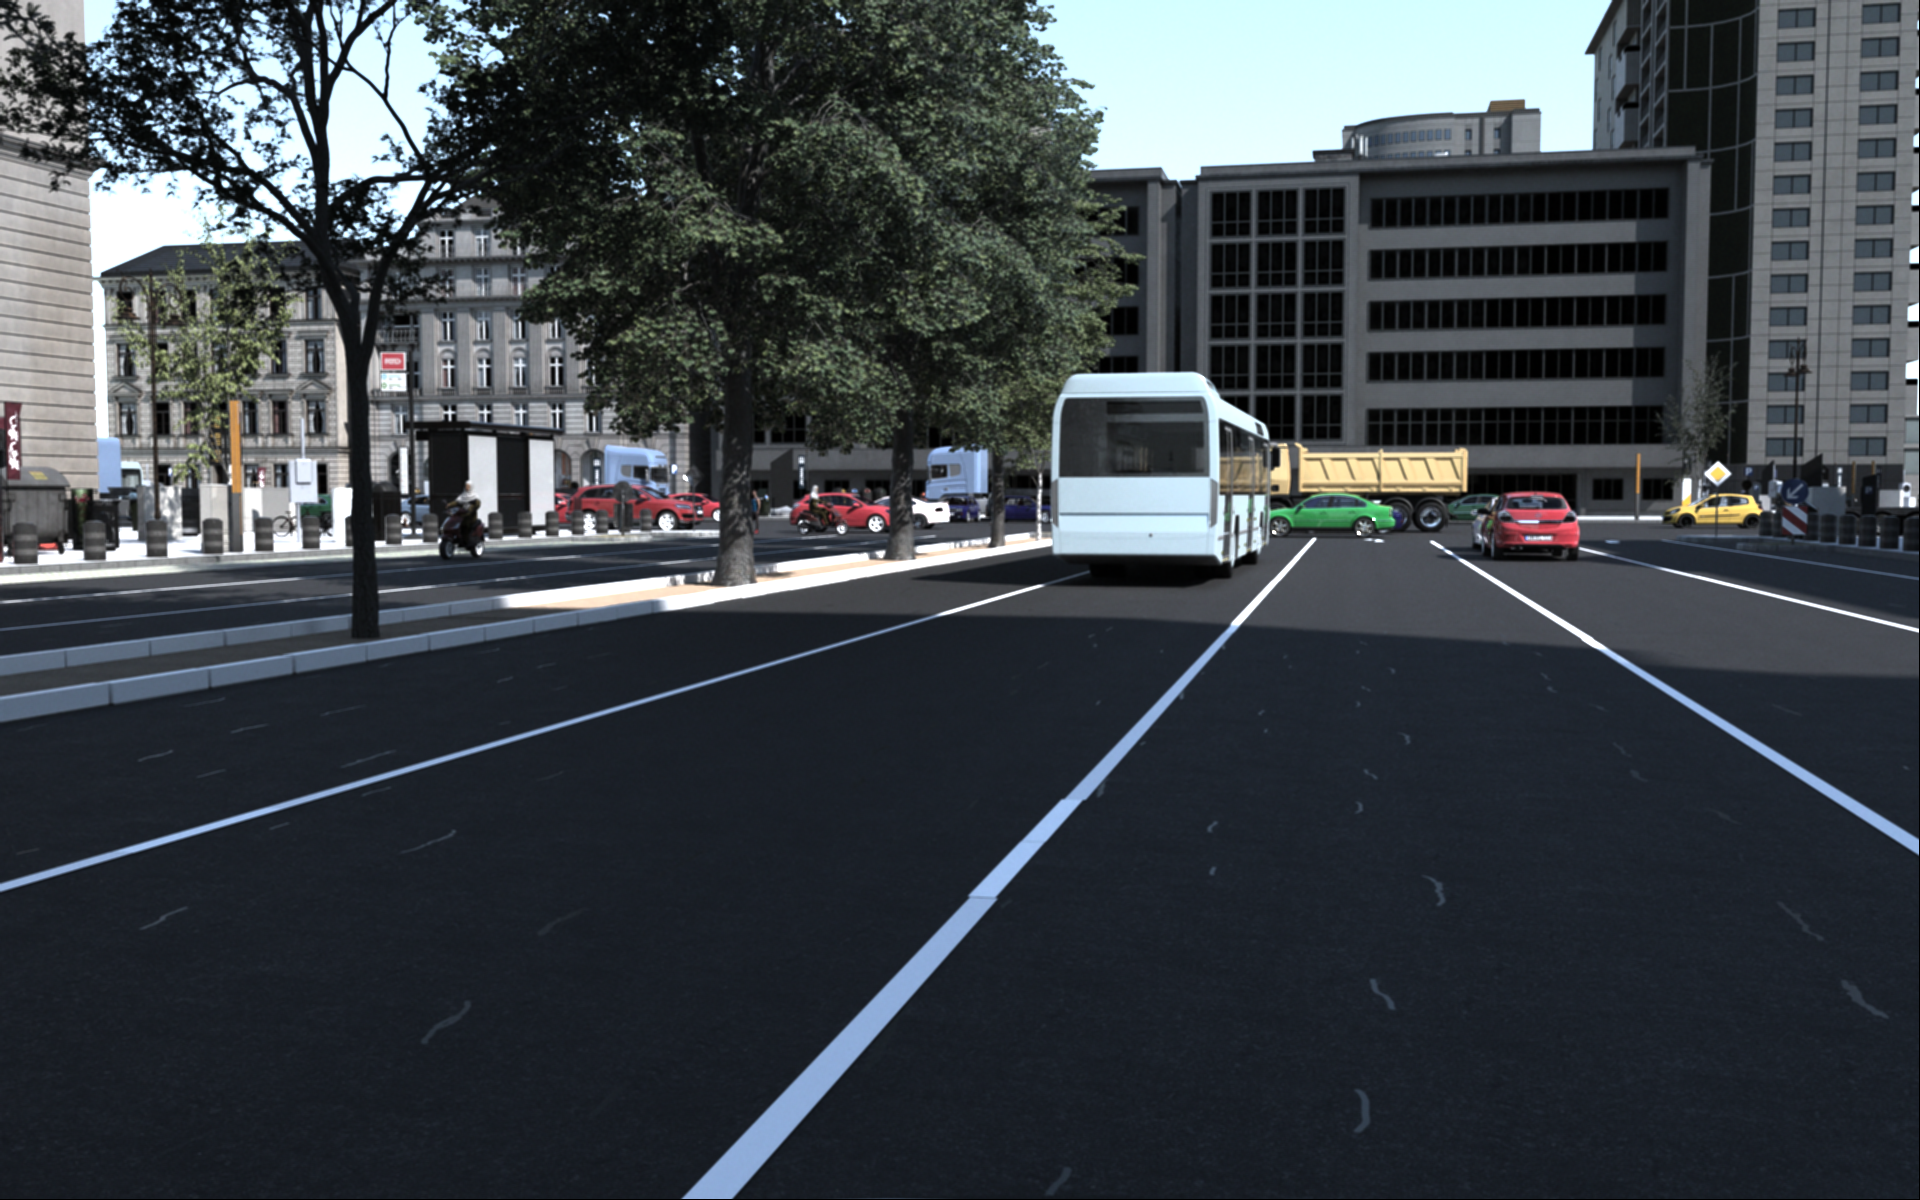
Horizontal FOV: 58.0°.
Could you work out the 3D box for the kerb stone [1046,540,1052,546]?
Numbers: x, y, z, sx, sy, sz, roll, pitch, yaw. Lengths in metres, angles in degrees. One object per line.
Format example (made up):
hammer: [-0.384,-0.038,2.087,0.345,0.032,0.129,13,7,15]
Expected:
kerb stone: [2.322,-1.546,47.466,0.120,0.150,1.000,1,4,13]

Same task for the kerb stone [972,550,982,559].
kerb stone: [0.272,-0.993,38.425,0.120,0.150,1.000,1,4,13]

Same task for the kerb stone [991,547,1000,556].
kerb stone: [0.724,-1.112,40.431,0.120,0.150,1.000,1,4,13]

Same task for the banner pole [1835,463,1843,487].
banner pole: [70.568,-9.127,139.243,0.863,3.779,0.401,-1,4,-11]

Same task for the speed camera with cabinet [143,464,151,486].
speed camera with cabinet: [-53.686,-7.299,113.680,0.660,3.252,2.038,-3,4,-38]

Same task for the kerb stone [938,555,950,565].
kerb stone: [-0.422,-0.808,35.405,0.120,0.150,1.000,1,4,13]

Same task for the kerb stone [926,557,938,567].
kerb stone: [-0.656,-0.742,34.398,0.120,0.150,1.000,1,4,13]

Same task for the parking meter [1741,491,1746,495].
parking meter: [60.869,-7.719,134.608,0.372,1.533,0.369,0,3,0]

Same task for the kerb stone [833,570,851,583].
kerb stone: [-2.027,-0.374,28.370,0.120,0.150,1.000,1,4,13]

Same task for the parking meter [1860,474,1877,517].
parking meter: [26.720,-2.767,50.947,0.399,1.863,0.255,3,4,36]

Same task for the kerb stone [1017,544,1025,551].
kerb stone: [1.409,-1.296,43.445,0.120,0.150,1.000,1,4,13]

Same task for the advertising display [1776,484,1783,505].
advertising display: [54.471,-6.684,114.503,0.123,1.923,0.974,-3,4,-36]

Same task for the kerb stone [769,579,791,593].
kerb stone: [-2.724,-0.191,25.357,0.120,0.150,1.000,1,4,13]

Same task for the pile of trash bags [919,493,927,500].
pile of trash bags: [-2.579,-5.508,99.804,1.912,1.369,3.447,-2,4,-24]

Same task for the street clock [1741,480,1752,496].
street clock: [40.735,-5.208,89.719,0.471,2.002,0.358,1,4,10]

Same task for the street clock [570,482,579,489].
street clock: [-22.910,-6.022,103.022,0.471,2.002,0.358,1,4,22]

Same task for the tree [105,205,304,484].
tree: [-18.220,-5.637,42.522,4.737,8.622,4.395,0,3,0]

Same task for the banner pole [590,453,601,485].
banner pole: [-22.137,-7.030,104.949,0.863,3.779,0.401,-2,4,-29]

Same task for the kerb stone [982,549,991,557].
kerb stone: [0.490,-1.054,39.430,0.120,0.150,1.000,1,4,13]

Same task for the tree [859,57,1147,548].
tree: [0.976,-7.644,45.567,7.486,12.596,7.792,0,3,0]

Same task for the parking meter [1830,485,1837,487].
parking meter: [53.876,-6.186,106.853,0.399,1.863,0.255,-2,4,-25]

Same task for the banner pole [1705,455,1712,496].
banner pole: [47.936,-7.399,110.993,0.401,3.779,0.863,0,4,-7]

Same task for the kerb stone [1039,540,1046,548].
kerb stone: [2.101,-1.484,46.459,0.120,0.150,1.000,1,4,13]

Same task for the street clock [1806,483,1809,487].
street clock: [54.856,-6.604,112.542,0.358,2.002,0.471,-2,4,-29]

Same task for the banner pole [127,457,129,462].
banner pole: [-56.649,-7.853,118.407,0.863,3.779,0.401,2,4,26]

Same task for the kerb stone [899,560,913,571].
kerb stone: [-1.110,-0.622,32.390,0.120,0.150,1.000,1,4,13]

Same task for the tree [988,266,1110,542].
tree: [2.375,-6.038,51.534,4.360,8.622,3.978,0,3,0]

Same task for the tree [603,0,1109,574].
tree: [-1.286,-7.826,37.060,9.857,13.997,8.962,0,3,0]

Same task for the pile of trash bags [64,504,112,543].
pile of trash bags: [-23.985,-2.169,45.210,3.447,1.369,1.912,-2,4,-24]

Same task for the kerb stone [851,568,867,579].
kerb stone: [-1.810,-0.439,29.376,0.120,0.150,1.000,1,4,13]

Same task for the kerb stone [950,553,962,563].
kerb stone: [-0.190,-0.870,36.413,0.120,0.150,1.000,1,4,13]

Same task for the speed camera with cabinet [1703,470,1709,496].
speed camera with cabinet: [61.118,-9.152,143.965,2.038,3.252,0.660,1,4,22]

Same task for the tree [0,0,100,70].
tree: [-7.492,-5.782,7.365,12.009,13.543,11.850,0,3,0]

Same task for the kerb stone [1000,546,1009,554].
kerb stone: [0.955,-1.177,41.439,0.120,0.150,1.000,1,4,13]

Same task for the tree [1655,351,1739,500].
tree: [38.354,-8.536,89.923,4.360,8.622,3.978,0,3,0]

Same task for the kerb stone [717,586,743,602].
kerb stone: [-3.188,-0.071,23.348,0.120,0.150,1.000,1,4,13]

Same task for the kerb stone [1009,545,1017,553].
kerb stone: [1.187,-1.237,42.441,0.120,0.150,1.000,1,4,13]

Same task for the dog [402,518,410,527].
dog: [-24.343,-3.379,75.435,0.748,0.427,0.550,-1,4,-18]

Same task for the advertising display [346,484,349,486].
advertising display: [-37.827,-6.266,107.668,0.974,1.923,0.123,2,4,34]

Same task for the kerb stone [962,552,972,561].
kerb stone: [0.034,-0.928,37.425,0.120,0.150,1.000,1,4,13]

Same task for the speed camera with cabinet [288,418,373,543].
speed camera with cabinet: [-16.641,-3.147,45.787,2.038,3.252,0.660,-2,4,-26]

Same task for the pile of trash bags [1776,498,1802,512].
pile of trash bags: [45.436,-5.081,92.827,1.912,1.369,3.447,-2,4,-33]

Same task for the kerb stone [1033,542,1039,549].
kerb stone: [1.870,-1.423,45.457,0.120,0.150,1.000,1,4,13]

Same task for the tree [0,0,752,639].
tree: [-5.801,-4.914,17.210,8.767,10.594,7.601,1,4,13]

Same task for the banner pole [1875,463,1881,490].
banner pole: [74.030,-9.161,139.794,0.401,3.779,0.863,-1,4,-14]

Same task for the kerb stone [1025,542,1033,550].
kerb stone: [1.647,-1.355,44.450,0.120,0.150,1.000,1,4,13]

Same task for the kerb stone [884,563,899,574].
kerb stone: [-1.343,-0.562,31.389,0.120,0.150,1.000,1,4,13]

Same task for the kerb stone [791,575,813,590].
kerb stone: [-2.483,-0.255,26.365,0.120,0.150,1.000,1,4,13]

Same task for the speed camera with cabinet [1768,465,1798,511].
speed camera with cabinet: [55.569,-7.488,116.772,0.660,3.252,2.038,-2,4,-27]

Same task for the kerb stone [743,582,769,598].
kerb stone: [-2.949,-0.131,24.354,0.120,0.150,1.000,1,4,13]

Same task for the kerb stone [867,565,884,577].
kerb stone: [-1.570,-0.495,30.387,0.120,0.150,1.000,1,4,13]

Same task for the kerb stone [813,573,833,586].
kerb stone: [-2.257,-0.316,27.368,0.120,0.150,1.000,1,4,13]

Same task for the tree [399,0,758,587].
tree: [-3.493,-7.184,26.568,9.857,13.997,8.962,0,3,0]

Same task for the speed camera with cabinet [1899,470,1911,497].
speed camera with cabinet: [76.008,-8.944,140.571,2.038,3.252,0.660,0,4,-3]

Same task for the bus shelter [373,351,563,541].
bus shelter: [-14.654,-4.497,51.154,2.179,5.291,8.768,1,4,13]

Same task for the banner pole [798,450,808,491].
banner pole: [-8.822,-6.597,97.882,0.863,3.779,0.401,-3,5,-44]

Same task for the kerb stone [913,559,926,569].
kerb stone: [-0.884,-0.682,33.393,0.120,0.150,1.000,1,4,13]

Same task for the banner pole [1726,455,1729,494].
banner pole: [48.539,-7.312,109.564,0.401,3.779,0.863,1,4,20]
